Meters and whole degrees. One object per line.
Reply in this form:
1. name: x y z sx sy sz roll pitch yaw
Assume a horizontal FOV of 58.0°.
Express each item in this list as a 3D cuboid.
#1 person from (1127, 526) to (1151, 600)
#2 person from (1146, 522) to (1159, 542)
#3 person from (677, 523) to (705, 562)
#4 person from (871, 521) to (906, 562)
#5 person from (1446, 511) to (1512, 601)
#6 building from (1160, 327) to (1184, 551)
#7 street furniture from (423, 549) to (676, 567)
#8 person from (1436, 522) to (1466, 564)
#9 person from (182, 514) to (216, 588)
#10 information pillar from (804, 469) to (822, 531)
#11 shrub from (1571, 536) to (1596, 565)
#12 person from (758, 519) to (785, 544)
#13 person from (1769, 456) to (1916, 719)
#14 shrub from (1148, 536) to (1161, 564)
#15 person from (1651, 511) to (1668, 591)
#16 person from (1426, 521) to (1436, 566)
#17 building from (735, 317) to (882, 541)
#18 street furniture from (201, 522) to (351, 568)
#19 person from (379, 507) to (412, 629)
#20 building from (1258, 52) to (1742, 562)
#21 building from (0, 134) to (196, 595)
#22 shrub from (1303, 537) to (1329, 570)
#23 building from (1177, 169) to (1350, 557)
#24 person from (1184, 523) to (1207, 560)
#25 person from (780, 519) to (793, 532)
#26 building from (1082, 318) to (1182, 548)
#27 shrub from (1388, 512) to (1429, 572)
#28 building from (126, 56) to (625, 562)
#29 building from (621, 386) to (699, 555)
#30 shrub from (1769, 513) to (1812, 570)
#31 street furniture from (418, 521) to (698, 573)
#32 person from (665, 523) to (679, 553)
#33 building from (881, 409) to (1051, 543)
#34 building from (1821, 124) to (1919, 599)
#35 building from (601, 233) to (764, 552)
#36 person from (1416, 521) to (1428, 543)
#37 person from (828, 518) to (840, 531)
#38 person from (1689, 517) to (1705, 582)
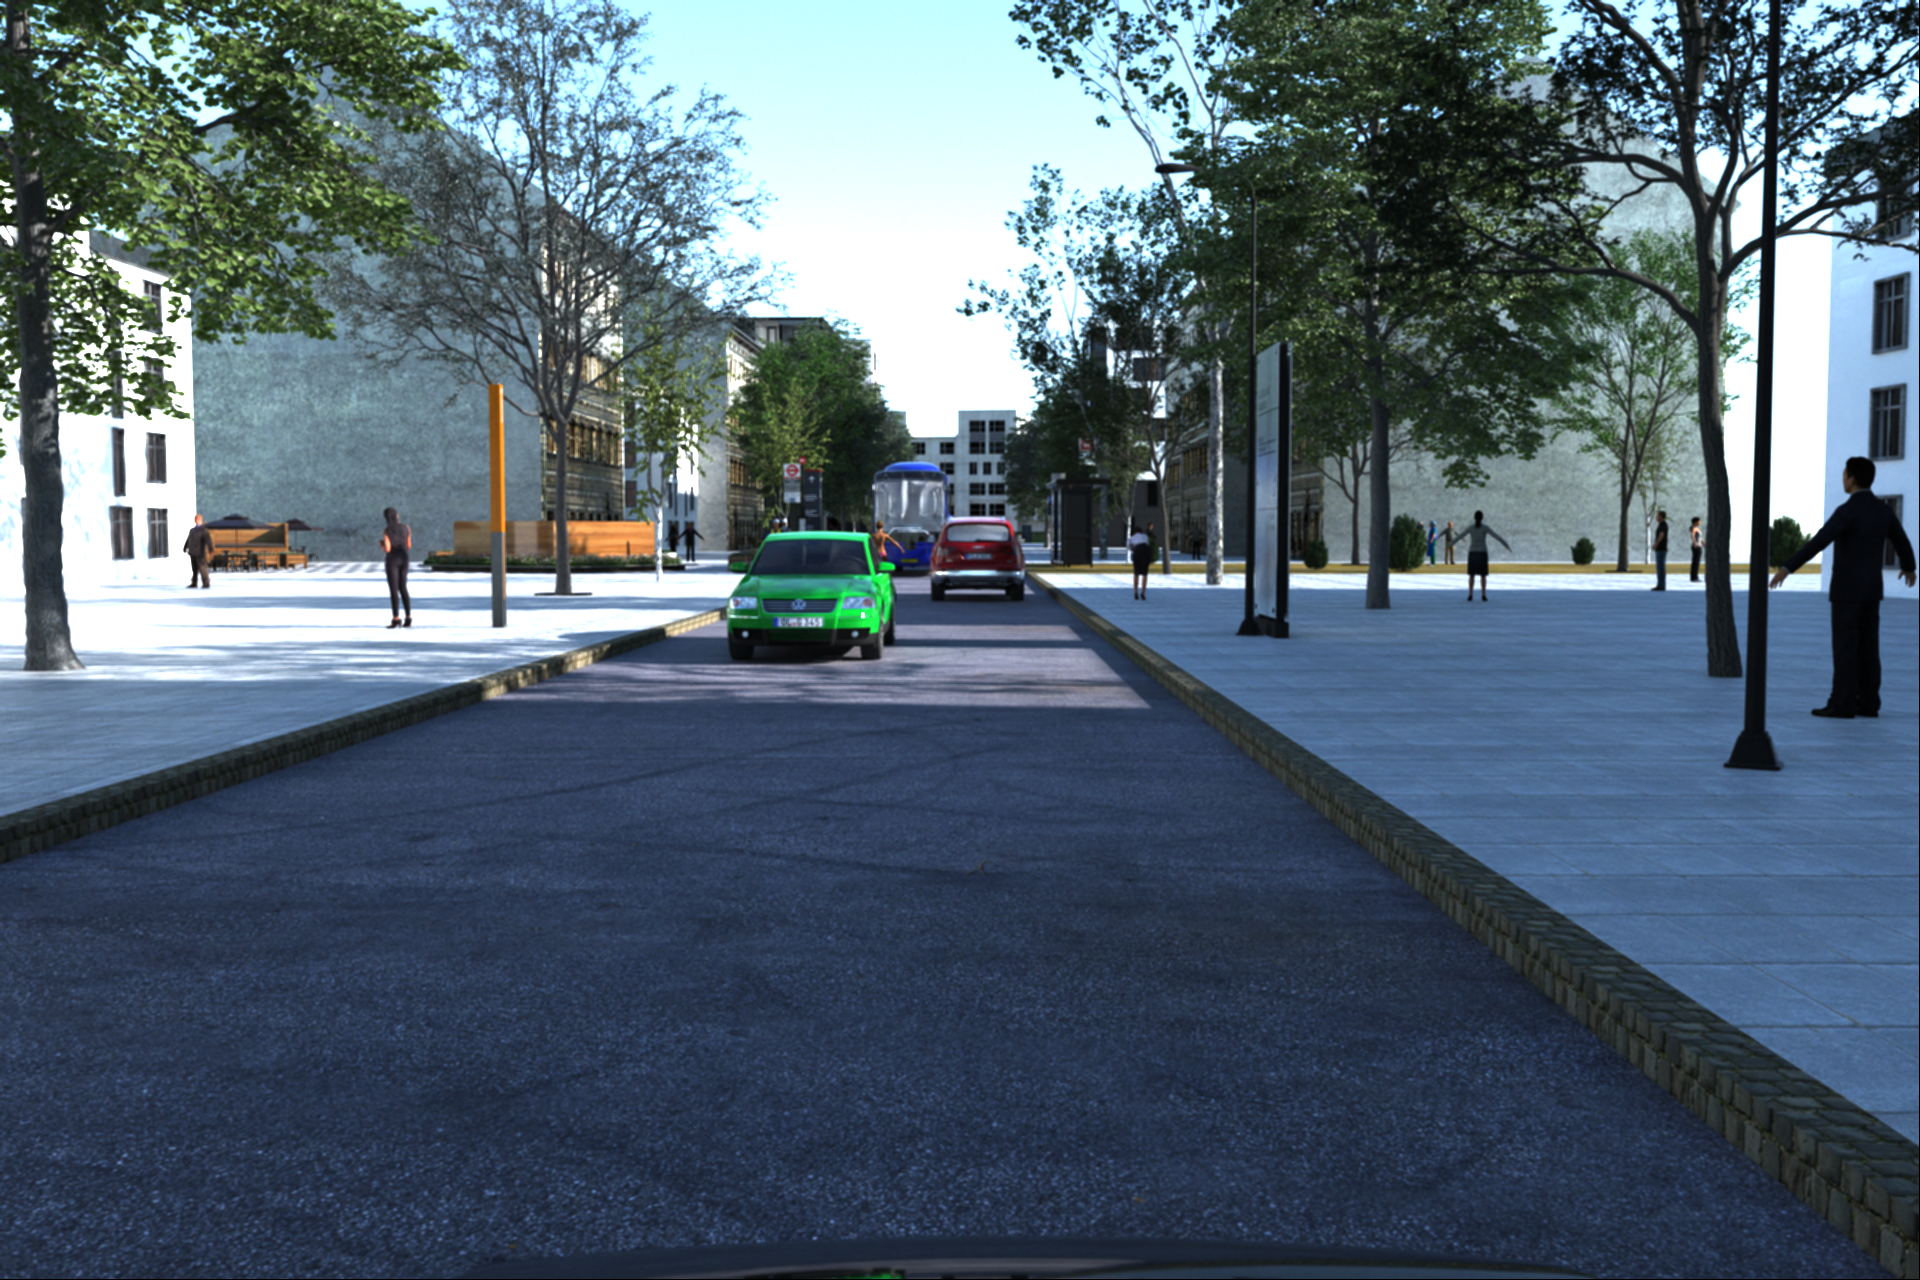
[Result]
1. person: 3.534 -1.509 33.908 0.628 1.438 0.799 -2 4 -31
2. person: 8.960 -4.614 81.370 0.705 1.837 1.347 2 4 30
3. person: -12.531 -4.546 80.558 1.346 1.802 0.704 -1 4 -19
4. person: -1.853 -1.868 39.807 1.217 1.733 0.721 0 4 -4
5. person: 9.963 -1.619 33.294 1.217 1.735 0.721 1 4 19
6. building: 25.913 -18.393 131.650 19.493 23.208 18.063 0 4 0
7. street furniture: -16.239 -3.336 70.171 10.072 0.657 5.734 0 4 1
8. person: 20.810 -4.115 73.548 1.348 1.796 0.705 0 4 -4
9. person: -18.103 -2.112 41.123 0.990 1.755 0.434 2 4 26
10. information pillar: -5.893 -4.898 69.464 0.750 3.857 0.750 0 4 2
11. shrub: 25.547 -3.661 70.978 1.383 1.207 1.383 0 3 0
12. person: -5.969 -3.029 55.990 1.216 1.772 0.721 1 4 17
13. person: 6.261 -0.373 12.147 1.345 1.823 0.704 -1 4 -22
14. shrub: 8.126 -3.860 74.222 1.383 1.207 1.383 0 3 0
15. person: 15.900 -2.027 39.357 0.705 1.803 1.348 2 4 27
16. person: 19.019 -3.897 69.846 0.704 1.817 1.347 1 4 11
17. building: -23.071 -20.530 179.632 27.936 21.610 32.646 0 4 1
18. street furniture: -30.571 -3.822 69.338 11.010 1.723 9.812 -2 4 -25
19. person: -7.702 -0.985 23.620 0.415 1.643 0.593 -1 4 -9
20. building: 26.046 -15.753 88.486 19.493 23.208 18.063 0 4 1
21. building: -24.555 -6.000 40.254 9.099 9.664 28.070 0 4 0
22. shrub: 12.888 -3.151 62.639 1.383 1.207 1.383 0 3 0
23. building: 23.989 -16.868 106.727 19.493 23.208 18.063 0 4 1
24. person: 11.808 -4.911 86.427 1.348 1.813 0.705 1 4 18
25. person: -6.466 -3.542 63.772 1.347 1.847 0.705 0 4 -2
26. building: 26.413 -20.554 180.035 27.936 21.610 32.646 0 4 1
27. shrub: 14.985 -3.310 58.535 1.690 2.028 1.600 0 3 0
28. building: -27.984 -15.644 86.710 19.493 23.208 18.063 0 4 0
29. building: -21.426 -10.399 112.173 9.099 9.664 28.070 0 4 0
30. shrub: 29.148 -3.471 61.172 1.690 2.028 1.600 0 3 0
31. street furniture: -14.121 -3.207 59.286 11.010 1.723 9.812 2 4 31
32. person: -14.507 -4.994 87.427 0.705 1.856 1.354 -2 4 -34
33. building: 1.139 -23.493 253.026 31.486 18.905 16.747 1 4 10
34. building: 23.316 -5.014 24.127 9.099 9.664 28.070 0 4 1
35. building: -25.901 -18.599 135.016 19.493 23.208 18.063 0 4 1
36. person: 20.571 -4.386 77.475 0.705 1.858 1.354 2 4 35
37. person: -4.402 -3.282 59.799 0.704 1.843 1.345 3 4 37
38. person: 19.845 -2.428 46.507 0.721 1.737 1.217 2 4 33
